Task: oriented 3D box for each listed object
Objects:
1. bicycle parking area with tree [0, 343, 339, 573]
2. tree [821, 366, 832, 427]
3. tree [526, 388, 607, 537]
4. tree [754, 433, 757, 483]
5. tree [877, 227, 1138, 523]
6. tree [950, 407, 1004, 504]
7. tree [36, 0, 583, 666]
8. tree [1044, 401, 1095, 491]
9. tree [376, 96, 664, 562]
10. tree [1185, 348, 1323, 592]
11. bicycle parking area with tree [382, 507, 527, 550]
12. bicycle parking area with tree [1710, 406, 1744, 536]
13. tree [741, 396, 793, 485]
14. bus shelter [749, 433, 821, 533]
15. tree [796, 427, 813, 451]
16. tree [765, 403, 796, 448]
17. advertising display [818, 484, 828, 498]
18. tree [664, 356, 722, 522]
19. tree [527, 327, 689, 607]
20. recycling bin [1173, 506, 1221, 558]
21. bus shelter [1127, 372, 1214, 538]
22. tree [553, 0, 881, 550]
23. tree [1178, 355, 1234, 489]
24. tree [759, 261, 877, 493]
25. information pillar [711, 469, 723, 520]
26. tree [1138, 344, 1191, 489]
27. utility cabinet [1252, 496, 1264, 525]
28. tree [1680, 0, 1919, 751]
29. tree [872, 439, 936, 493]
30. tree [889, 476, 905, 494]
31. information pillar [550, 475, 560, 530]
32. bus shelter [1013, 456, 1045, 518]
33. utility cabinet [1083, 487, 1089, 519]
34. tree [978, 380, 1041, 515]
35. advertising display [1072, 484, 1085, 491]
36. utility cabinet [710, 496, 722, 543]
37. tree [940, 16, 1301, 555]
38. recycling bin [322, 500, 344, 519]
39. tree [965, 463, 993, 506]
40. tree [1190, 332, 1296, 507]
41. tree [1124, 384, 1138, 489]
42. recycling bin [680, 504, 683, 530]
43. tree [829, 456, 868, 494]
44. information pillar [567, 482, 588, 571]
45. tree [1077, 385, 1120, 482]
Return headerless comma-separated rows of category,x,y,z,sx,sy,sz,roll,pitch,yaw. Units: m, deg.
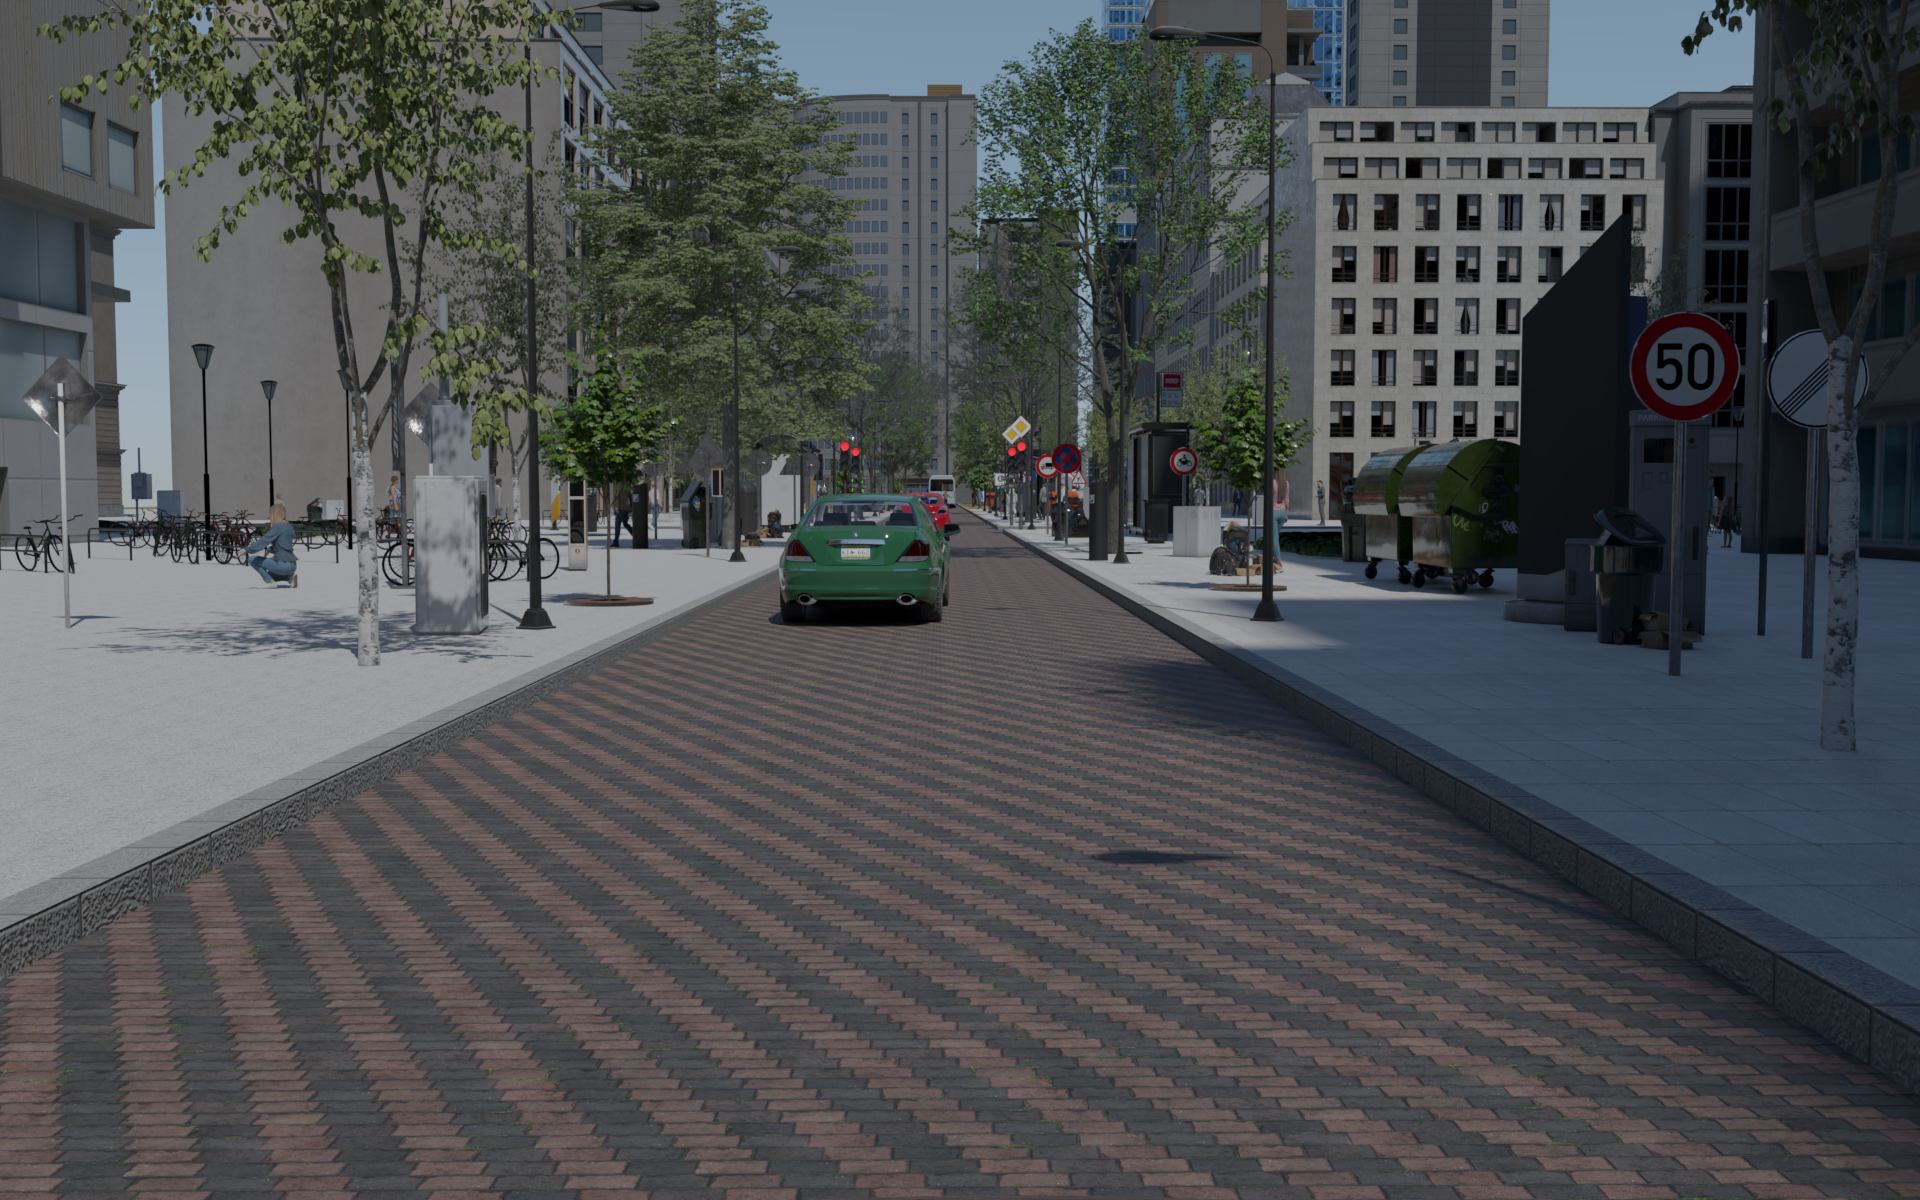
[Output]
bicycle parking area with tree,-16.181,-2.709,31.297,8.231,4.147,9.016,-3,4,-38
tree,-6.390,-12.039,122.598,9.928,11.665,9.643,0,3,0
tree,-11.483,-4.233,52.915,4.285,4.588,4.351,0,3,0
tree,-14.947,-9.202,100.816,4.737,8.622,4.395,0,3,0
tree,3.004,-10.218,77.429,12.009,13.543,11.850,0,3,0
tree,2.383,-18.450,219.785,7.486,12.596,7.792,0,3,0
tree,-4.438,-3.799,12.470,4.737,8.622,4.395,0,3,0
tree,8.329,-11.195,133.407,4.360,8.622,3.978,0,3,0
tree,-8.413,-5.006,32.215,4.360,8.622,3.978,0,3,0
tree,3.747,-1.748,23.175,1.663,3.219,1.824,0,3,0
bicycle parking area with tree,-15.607,-3.358,41.903,9.016,4.147,8.231,-2,4,-27
bicycle parking area with tree,27.956,-4.231,56.178,8.231,4.147,9.016,2,4,24
tree,-13.743,-10.232,117.656,4.360,8.622,3.978,0,3,0
bus shelter,-5.993,-4.038,59.945,2.014,3.302,5.546,0,4,-1
tree,-14.069,-11.749,142.459,4.737,8.622,4.395,0,3,0
tree,-14.608,-10.580,123.344,4.737,8.622,4.395,0,3,0
advertising display,-8.819,-6.394,109.753,0.974,1.923,0.123,-3,4,-39
tree,-13.322,-7.838,78.515,4.360,8.622,3.978,0,3,0
tree,-4.158,-1.567,20.224,1.663,3.219,1.824,0,3,0
recycling bin,4.836,-1.394,35.349,0.722,1.027,0.722,-3,5,-44
bus shelter,6.301,-4.713,54.688,2.179,5.291,8.768,0,4,-1
tree,-5.779,-7.449,39.921,7.486,12.596,7.792,0,3,0
tree,13.097,-8.577,90.601,4.360,8.622,3.978,0,3,0
tree,-5.594,-11.087,91.643,12.009,13.543,11.850,0,3,0
information pillar,-7.038,-2.815,50.525,0.304,2.012,0.304,2,4,24
tree,11.604,-8.087,82.585,4.737,8.622,4.395,0,3,0
utility cabinet,12.490,-3.662,71.042,1.020,1.237,0.306,3,5,42
tree,4.355,-3.539,8.217,4.360,8.622,3.978,0,3,0
tree,-7.511,-17.604,222.240,8.767,10.594,7.601,-2,4,-29
tree,-6.959,-11.831,188.040,1.663,3.219,1.824,0,3,0
information pillar,-14.310,-4.272,61.209,0.183,3.616,0.504,-3,5,-44
bus shelter,3.754,-6.195,95.214,2.014,3.302,5.546,0,4,-1
utility cabinet,4.569,-2.896,56.035,1.173,1.500,0.318,3,4,36
tree,2.899,-9.486,105.462,4.737,8.622,4.395,0,3,0
advertising display,6.926,-5.907,101.796,0.974,1.923,0.123,-2,4,-31
utility cabinet,-6.816,-2.126,45.928,1.020,1.237,0.306,1,4,20
tree,3.404,-6.800,36.939,9.928,11.665,9.643,0,3,0
recycling bin,-26.257,-3.671,72.568,0.722,1.027,0.722,-2,4,-34
tree,2.139,-12.428,186.909,4.285,4.588,4.351,0,3,0
tree,13.047,-7.796,77.831,4.737,8.622,4.395,0,3,0
tree,12.764,-9.248,101.566,4.737,8.622,4.395,0,3,0
recycling bin,-9.483,-3.008,61.732,0.722,1.027,0.722,2,4,28
tree,-5.019,-4.986,76.129,1.663,3.219,1.824,0,3,0
information pillar,-6.374,-1.491,28.870,0.304,2.012,0.304,0,4,-8
tree,11.209,-10.422,120.764,4.737,8.622,4.395,0,3,0
